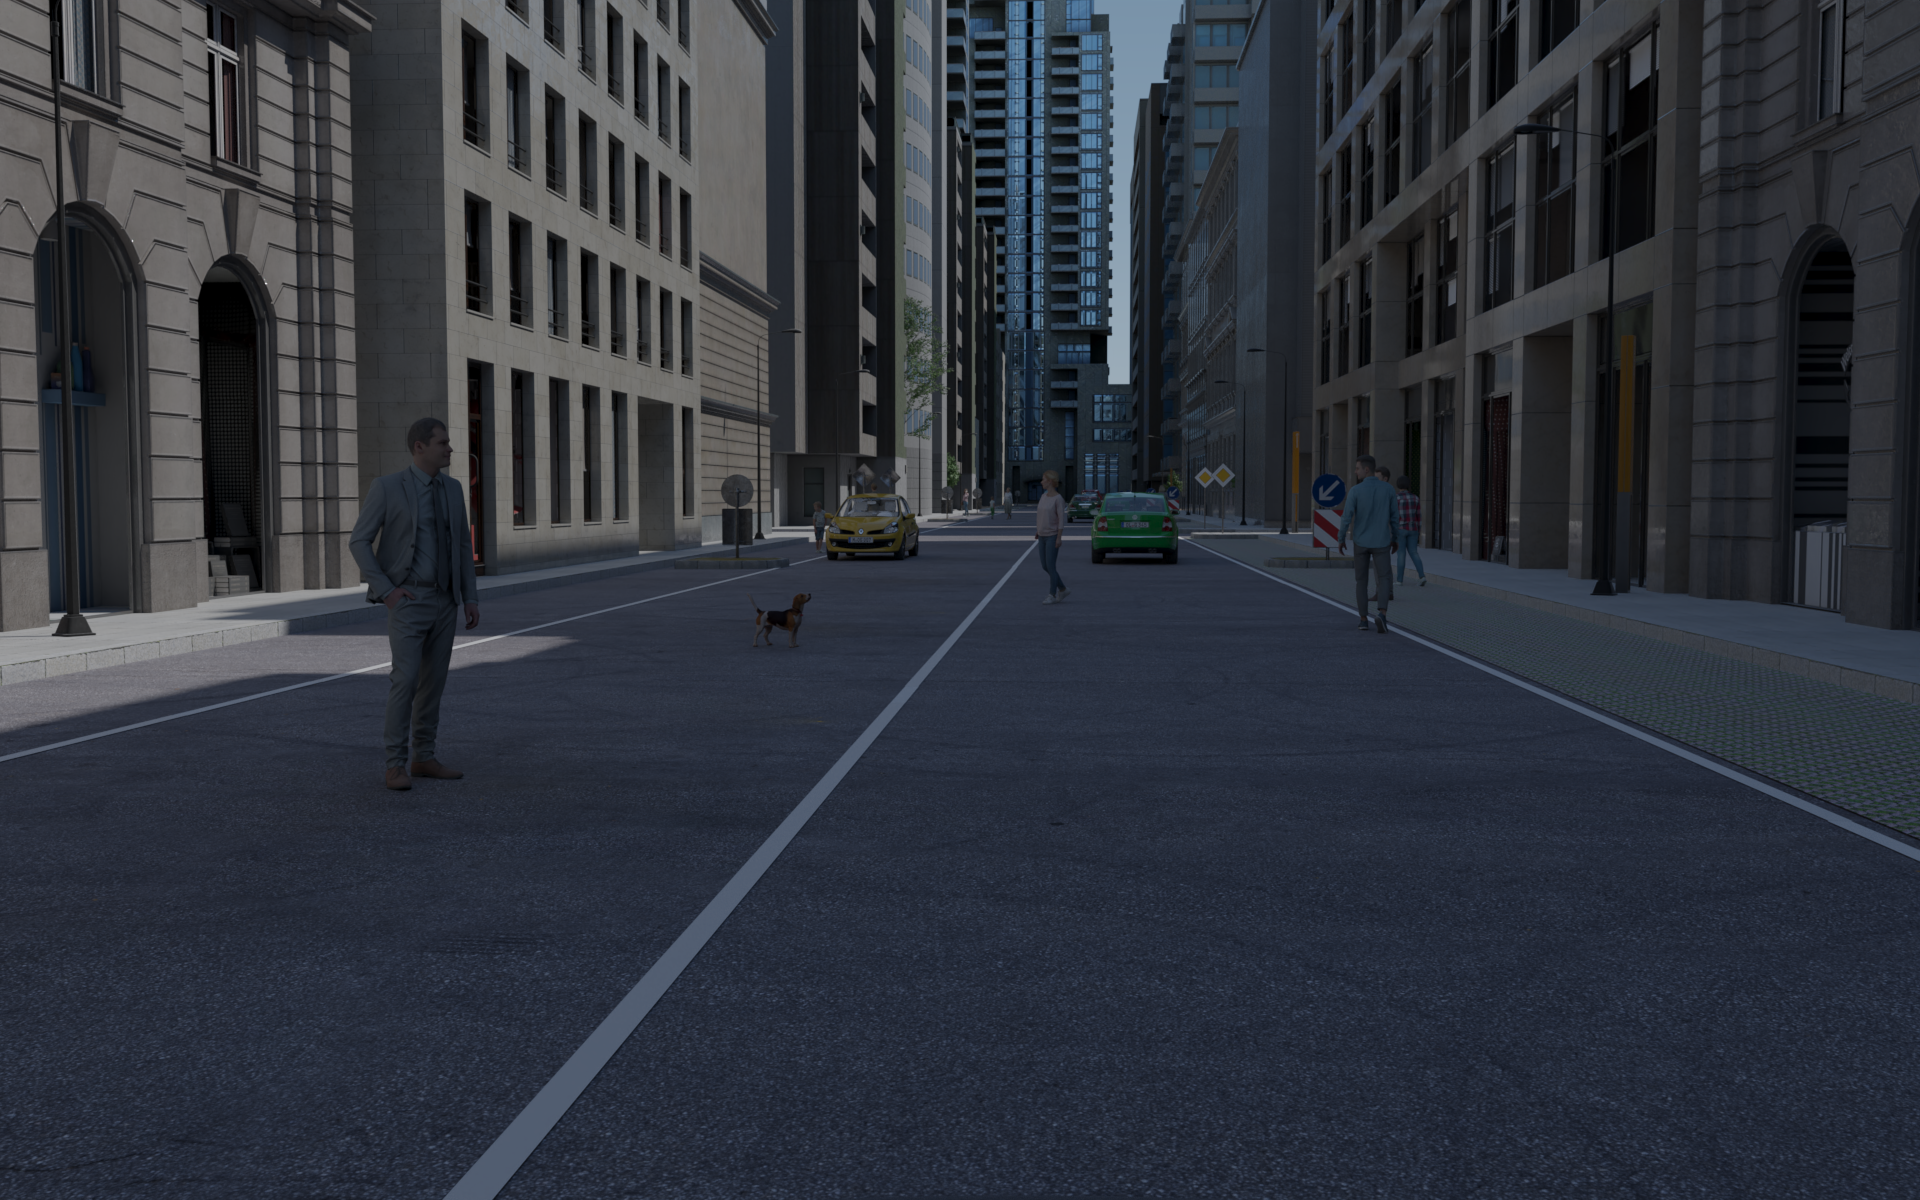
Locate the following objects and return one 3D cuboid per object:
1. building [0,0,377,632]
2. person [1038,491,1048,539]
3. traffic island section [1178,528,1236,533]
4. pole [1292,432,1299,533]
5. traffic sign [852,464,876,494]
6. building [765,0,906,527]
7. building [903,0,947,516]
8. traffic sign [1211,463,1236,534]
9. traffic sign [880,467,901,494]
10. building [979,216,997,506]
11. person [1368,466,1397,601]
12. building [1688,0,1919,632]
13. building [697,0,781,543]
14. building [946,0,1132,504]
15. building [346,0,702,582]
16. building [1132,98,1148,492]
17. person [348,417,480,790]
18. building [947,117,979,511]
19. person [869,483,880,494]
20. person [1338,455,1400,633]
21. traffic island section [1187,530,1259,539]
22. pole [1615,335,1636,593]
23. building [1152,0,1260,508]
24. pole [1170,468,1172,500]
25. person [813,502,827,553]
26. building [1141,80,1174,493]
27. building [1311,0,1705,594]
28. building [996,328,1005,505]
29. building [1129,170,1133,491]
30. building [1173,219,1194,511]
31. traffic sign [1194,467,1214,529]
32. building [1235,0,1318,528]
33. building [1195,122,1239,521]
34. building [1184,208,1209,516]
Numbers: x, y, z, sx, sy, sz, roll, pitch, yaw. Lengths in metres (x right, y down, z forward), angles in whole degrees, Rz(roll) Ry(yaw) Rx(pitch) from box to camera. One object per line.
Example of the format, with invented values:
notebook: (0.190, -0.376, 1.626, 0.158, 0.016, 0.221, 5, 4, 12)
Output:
building: (-14.968, -10.428, 12.302, 13.314, 21.916, 24.055, 0, 4, 4)
person: (2.627, -2.696, 52.600, 0.620, 1.820, 0.660, -1, 4, -21)
traffic island section: (9.081, -2.559, 64.122, 2.009, 0.180, 2.903, 0, 4, 4)
pole: (11.008, -3.852, 56.824, 0.158, 3.312, 0.155, 0, 3, 0)
traffic sign: (-3.154, -3.257, 56.896, 0.795, 2.450, 0.064, 0, 4, 4)
building: (-9.915, -18.371, 72.061, 14.160, 30.474, 14.107, 0, 4, 4)
building: (-12.330, -34.347, 103.581, 21.231, 58.520, 28.212, 0, 4, 4)
traffic sign: (8.512, -3.207, 56.080, 0.795, 2.450, 0.064, 0, 4, 4)
traffic sign: (-2.609, -3.744, 64.862, 0.795, 2.450, 0.064, 0, 4, 4)
building: (-3.548, -24.932, 179.336, 14.160, 30.474, 14.107, 0, 4, 4)
person: (5.565, -0.885, 23.165, 0.583, 1.804, 0.606, 0, 4, -7)
building: (14.214, -10.238, 9.199, 13.314, 21.916, 24.055, 0, 4, 4)
building: (-23.284, -14.179, 50.917, 34.723, 24.649, 14.460, 0, 4, 4)
building: (7.370, -56.250, 232.352, 31.000, 86.520, 22.319, 0, 4, 4)
building: (-11.992, -10.918, 33.266, 10.420, 20.320, 16.860, 0, 4, 4)
building: (31.227, -35.412, 202.695, 21.300, 48.544, 21.600, 0, 4, 4)
person: (-2.696, -0.003, 8.648, 0.391, 1.810, 0.635, 2, 4, 28)
building: (-6.205, -22.110, 133.192, 14.160, 30.474, 14.107, 0, 4, 4)
person: (-2.547, -2.575, 51.147, 0.519, 1.759, 0.362, -2, 4, -32)
person: (4.262, -0.594, 18.069, 0.638, 1.841, 0.748, 1, 4, 14)
traffic island section: (8.536, -2.072, 56.156, 2.009, 0.180, 2.903, 0, 4, 4)
pole: (8.600, -1.745, 22.372, 0.158, 3.312, 0.155, 0, 3, 0)
building: (30.467, -33.186, 162.192, 23.786, 49.044, 30.456, 0, 4, 4)
pole: (16.665, -8.733, 136.622, 0.158, 3.312, 0.155, 0, 3, 0)
person: (-3.399, -1.769, 42.110, 0.332, 1.250, 0.352, 1, 4, 21)
building: (26.930, -32.726, 185.178, 14.600, 45.320, 14.200, 0, 4, 4)
building: (19.811, -14.268, 37.795, 19.350, 26.468, 34.151, 0, 4, 4)
building: (-9.740, -21.953, 203.970, 28.899, 21.520, 27.650, 0, 4, 4)
building: (29.707, -35.406, 229.001, 14.200, 45.320, 14.600, 0, 4, 4)
building: (21.869, -18.331, 128.592, 11.050, 23.489, 19.941, 0, 4, 4)
traffic sign: (9.057, -3.694, 64.047, 0.795, 2.450, 0.064, 0, 4, 4)
building: (26.708, -15.281, 68.904, 30.058, 24.678, 14.314, 0, 4, 4)
building: (18.698, -15.526, 90.004, 11.583, 22.565, 21.152, 0, 4, 4)
building: (19.612, -15.936, 109.709, 9.793, 20.994, 18.267, 0, 4, 4)
